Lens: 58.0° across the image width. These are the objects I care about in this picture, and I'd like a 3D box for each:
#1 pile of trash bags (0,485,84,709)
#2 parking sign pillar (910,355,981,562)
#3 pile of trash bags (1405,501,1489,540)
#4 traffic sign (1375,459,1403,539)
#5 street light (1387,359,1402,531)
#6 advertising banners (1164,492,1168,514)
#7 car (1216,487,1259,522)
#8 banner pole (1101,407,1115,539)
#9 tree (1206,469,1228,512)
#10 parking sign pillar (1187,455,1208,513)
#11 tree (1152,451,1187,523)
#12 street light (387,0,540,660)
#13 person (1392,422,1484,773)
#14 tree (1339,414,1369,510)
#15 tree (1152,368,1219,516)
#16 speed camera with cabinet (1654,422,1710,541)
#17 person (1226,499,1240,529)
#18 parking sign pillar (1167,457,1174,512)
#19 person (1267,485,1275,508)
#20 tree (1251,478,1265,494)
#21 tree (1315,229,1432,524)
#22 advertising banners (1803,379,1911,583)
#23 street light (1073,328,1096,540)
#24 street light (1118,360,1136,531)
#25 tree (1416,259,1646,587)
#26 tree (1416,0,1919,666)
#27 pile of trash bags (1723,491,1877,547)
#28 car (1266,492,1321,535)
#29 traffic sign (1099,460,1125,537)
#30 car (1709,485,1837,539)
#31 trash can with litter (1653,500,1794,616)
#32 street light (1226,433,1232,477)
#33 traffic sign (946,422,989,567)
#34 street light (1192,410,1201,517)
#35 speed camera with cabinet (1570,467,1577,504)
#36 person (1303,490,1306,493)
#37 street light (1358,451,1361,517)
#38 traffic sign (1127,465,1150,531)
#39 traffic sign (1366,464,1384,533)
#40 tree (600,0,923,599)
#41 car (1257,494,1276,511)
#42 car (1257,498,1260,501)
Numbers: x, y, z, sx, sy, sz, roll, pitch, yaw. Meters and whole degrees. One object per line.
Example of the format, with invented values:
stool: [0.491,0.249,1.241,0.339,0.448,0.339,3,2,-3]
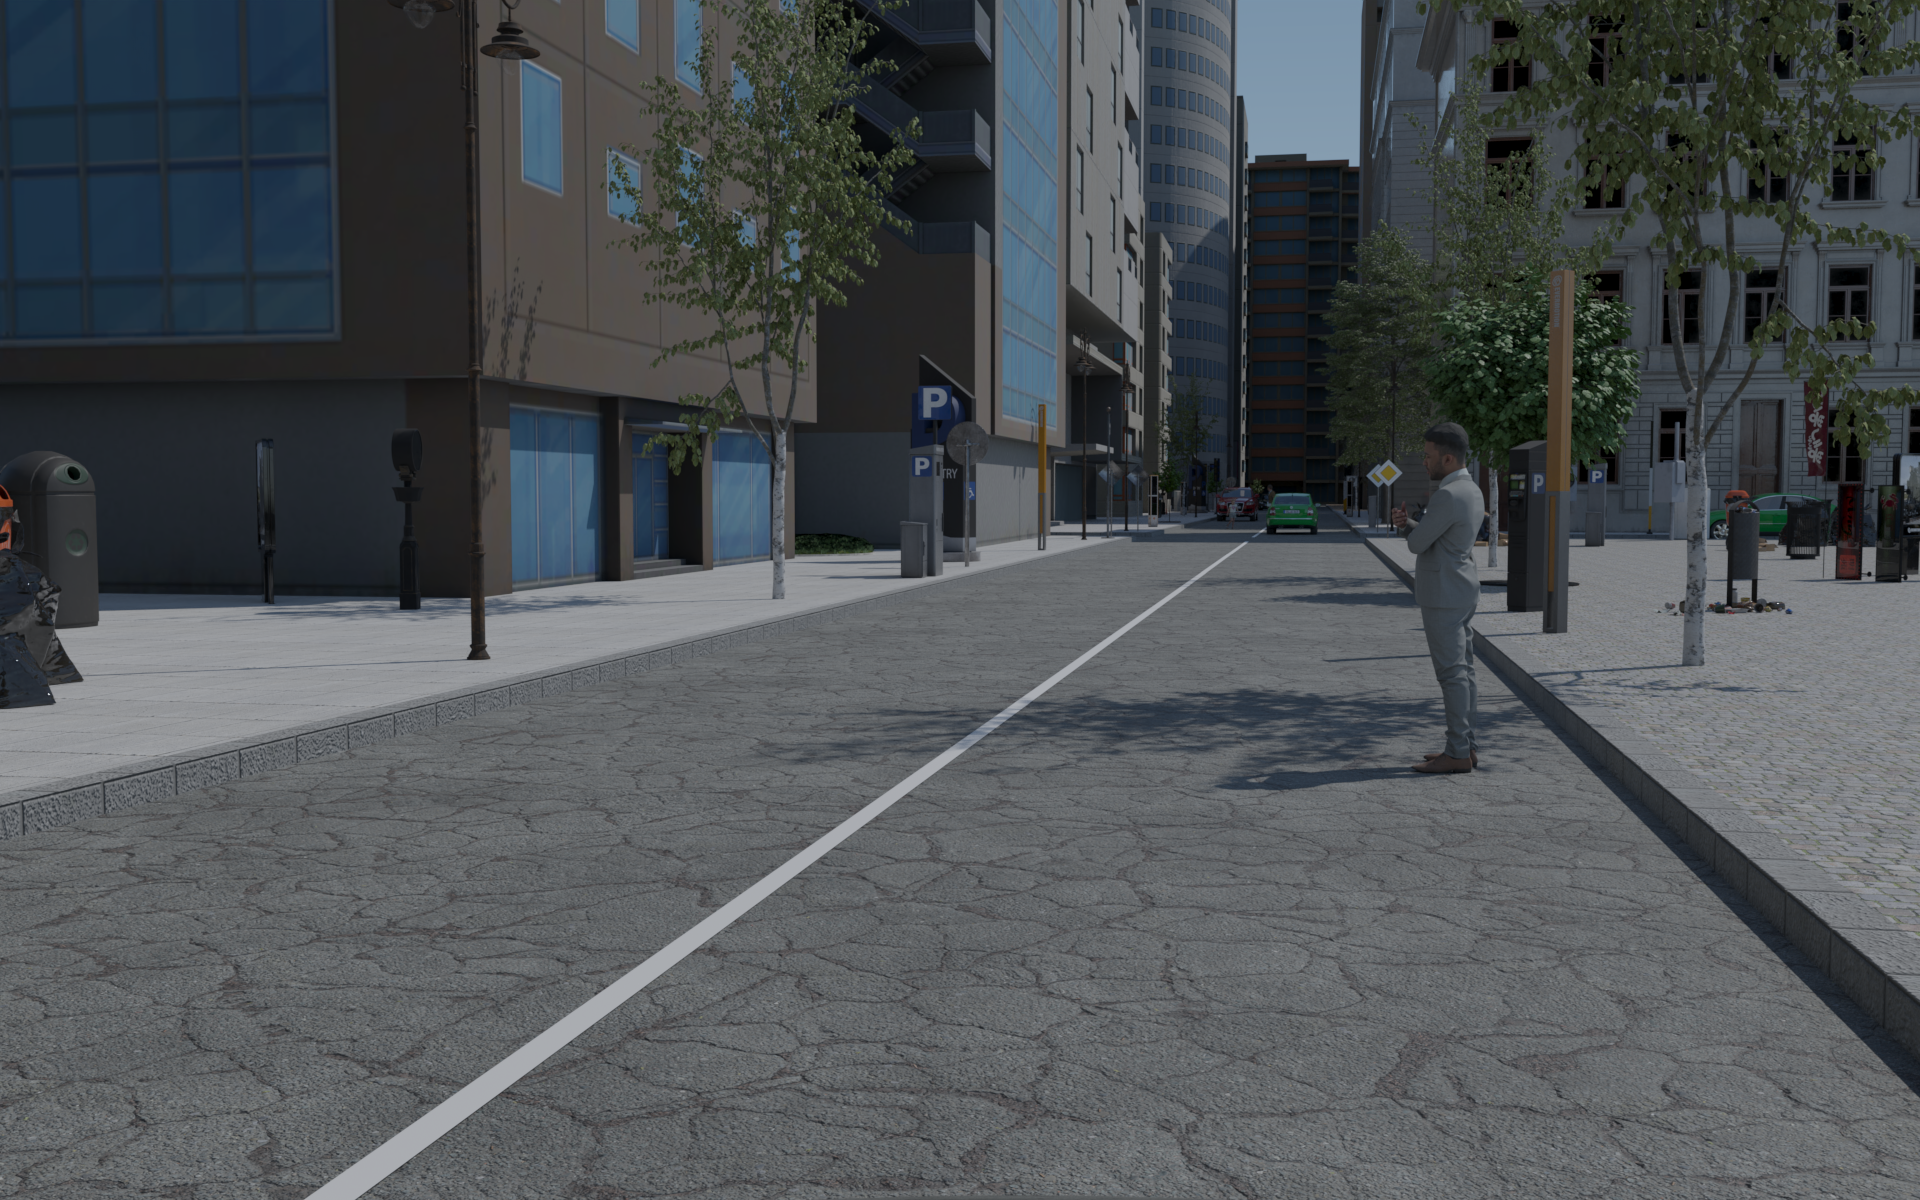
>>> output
pile of trash bags: [-6.823,-0.104,11.459,1.912,1.369,3.447,-1,4,-18]
parking sign pillar: [-0.323,-2.731,33.123,1.447,3.967,1.447,3,4,38]
pile of trash bags: [14.127,-2.313,47.566,3.447,1.369,1.912,-1,4,-9]
traffic sign: [12.339,-2.831,49.922,0.795,2.450,0.064,1,4,11]
street light: [14.845,-5.294,59.338,0.468,5.910,1.993,1,4,11]
advertising banners: [12.994,-6.895,108.919,0.090,3.025,2.074,0,4,-3]
car: [14.811,-5.114,92.294,2.281,1.827,5.304,1,4,12]
banner pole: [4.315,-3.680,50.191,0.401,3.779,0.863,1,4,10]
tree: [17.785,-7.807,122.245,1.663,3.219,1.824,0,3,0]
parking sign pillar: [15.886,-7.796,115.941,1.447,3.967,1.447,-2,4,-34]
tree: [9.321,-5.105,78.063,1.663,3.219,1.824,0,3,0]
street light: [-3.737,-2.476,13.267,0.468,5.910,1.993,1,4,11]
person: [2.493,-0.023,9.059,0.466,1.800,0.511,1,4,16]
tree: [31.198,-11.315,135.359,4.360,8.622,3.978,0,3,0]
tree: [13.208,-9.280,102.096,4.737,8.622,4.395,0,3,0]
speed camera with cabinet: [20.185,-3.305,48.375,2.038,3.252,0.660,-3,4,-38]
person: [11.165,-3.503,70.794,0.505,1.210,0.382,-1,4,-16]
parking sign pillar: [14.930,-8.407,125.922,1.447,3.967,1.447,-1,4,-20]
person: [13.696,-4.141,76.122,0.836,1.842,0.656,-3,5,-39]
tree: [34.181,-12.499,198.967,1.663,3.219,1.824,0,3,0]
tree: [18.796,-9.584,74.828,7.486,12.596,7.792,0,3,0]
advertising banners: [13.319,-1.813,25.835,0.090,3.025,2.074,-1,4,-16]
street light: [3.471,-4.617,48.277,0.468,5.910,1.993,1,4,11]
street light: [5.769,-5.328,59.900,0.468,5.910,1.993,1,4,11]
tree: [8.096,-2.495,24.506,4.285,4.588,4.351,0,3,0]
tree: [5.393,-3.802,12.527,4.737,8.622,4.395,0,3,0]
pile of trash bags: [20.818,-2.033,42.999,3.447,1.369,1.912,1,4,22]
car: [12.035,-3.290,62.584,1.959,1.807,4.718,1,4,12]
traffic sign: [4.510,-2.929,51.534,0.795,2.450,0.064,1,4,11]
car: [23.842,-2.588,51.106,4.718,1.807,1.959,1,4,13]
trash can with litter: [8.299,-0.489,19.050,2.233,1.210,1.678,-3,4,-36]
street light: [20.166,-9.608,129.881,0.468,5.910,1.993,1,4,11]
traffic sign: [0.123,-1.859,30.501,0.768,2.556,0.104,1,4,12]
street light: [12.964,-7.474,94.991,0.468,5.910,1.993,1,4,11]
speed camera with cabinet: [18.835,-3.771,55.995,2.038,3.252,0.660,1,4,11]
person: [29.855,-8.658,150.190,0.705,1.807,1.348,1,4,13]
street light: [21.998,-7.493,95.299,0.468,5.910,1.993,1,4,11]
traffic sign: [6.107,-3.408,59.359,0.795,2.450,0.064,1,4,11]
traffic sign: [13.936,-3.309,57.746,0.795,2.450,0.064,1,4,11]
tree: [-2.291,-4.330,21.153,4.737,8.622,4.395,0,3,0]
car: [27.029,-8.662,151.413,2.009,1.686,4.222,1,4,13]
car: [29.318,-9.331,164.358,2.131,1.459,4.920,1,4,12]
